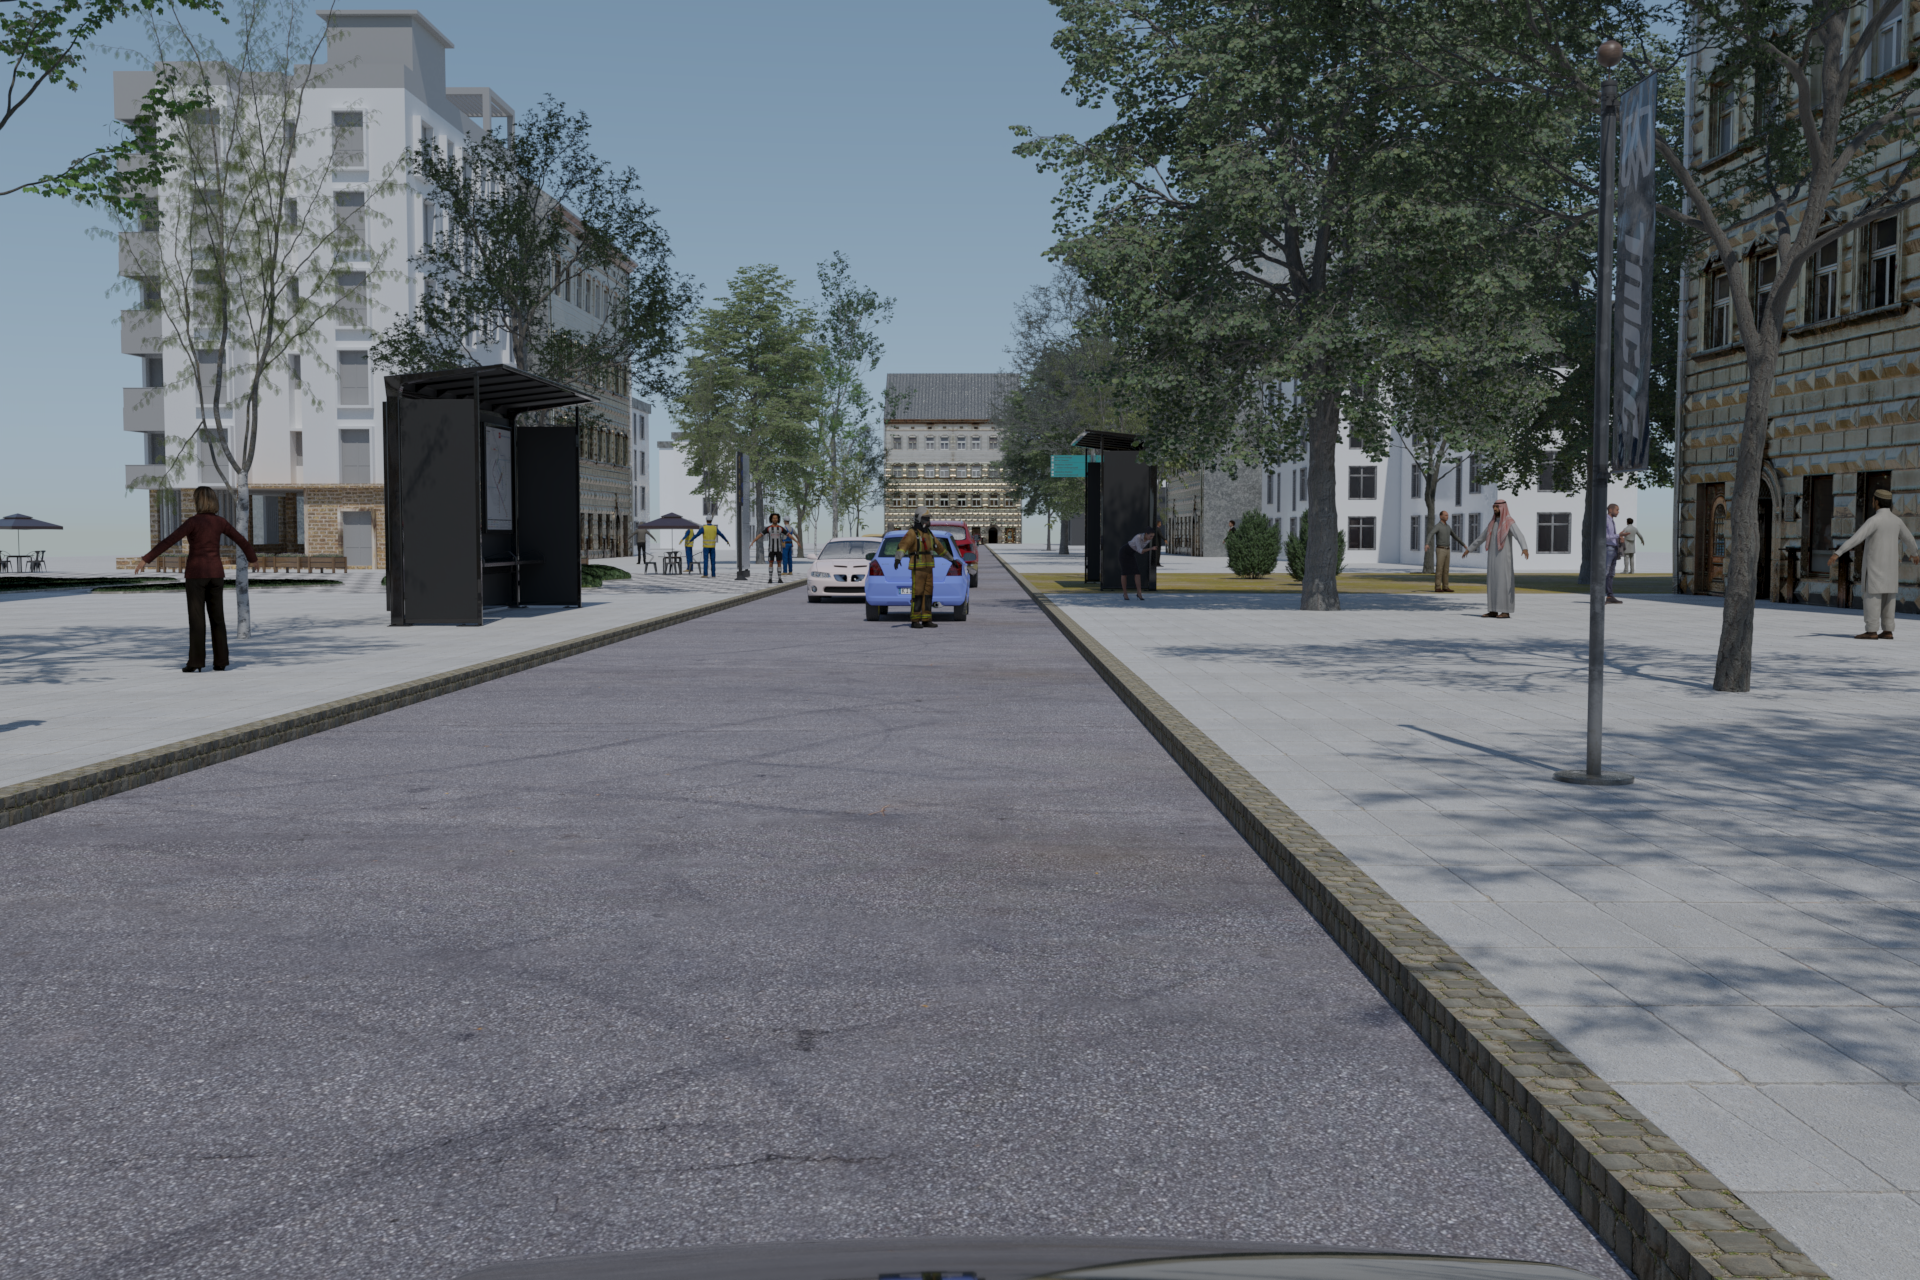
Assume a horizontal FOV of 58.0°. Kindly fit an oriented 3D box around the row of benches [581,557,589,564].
[{"bbox_3d":[-12.376,-2.229,51.904,1.422,0.672,4.104,1,4,19],"label":"row of benches"}]

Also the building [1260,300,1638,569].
[{"bbox_3d":[20.119,-8.207,76.325,9.099,9.664,28.070,0,3,0],"label":"building"}]

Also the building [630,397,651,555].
[{"bbox_3d":[-24.555,-10.415,112.425,9.099,9.664,28.070,0,3,0],"label":"building"}]

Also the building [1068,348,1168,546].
[{"bbox_3d":[26.231,-22.091,205.156,27.936,21.610,32.646,0,4,0],"label":"building"}]

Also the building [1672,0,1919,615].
[{"bbox_3d":[24.424,-12.005,27.204,19.493,23.208,18.063,0,4,0],"label":"building"}]

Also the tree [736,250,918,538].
[{"bbox_3d":[-9.293,-16.052,118.334,12.611,20.169,13.585,0,3,0],"label":"tree"}]

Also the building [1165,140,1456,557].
[{"bbox_3d":[22.702,-16.705,104.058,19.493,23.208,18.063,0,4,1],"label":"building"}]

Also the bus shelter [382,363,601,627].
[{"bbox_3d":[-7.117,-2.185,27.012,1.731,3.624,6.357,0,4,1],"label":"bus shelter"}]

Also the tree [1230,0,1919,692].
[{"bbox_3d":[6.191,-4.839,13.526,8.767,10.594,7.601,1,4,17],"label":"tree"}]

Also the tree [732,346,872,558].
[{"bbox_3d":[-8.474,-10.197,92.474,9.928,11.665,9.643,0,3,0],"label":"tree"}]

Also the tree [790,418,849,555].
[{"bbox_3d":[-8.707,-9.415,104.295,4.737,8.622,4.395,0,3,0],"label":"tree"}]

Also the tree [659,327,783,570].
[{"bbox_3d":[-9.092,-6.803,61.590,4.360,8.622,3.978,0,3,0],"label":"tree"}]

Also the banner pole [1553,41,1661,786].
[{"bbox_3d":[3.299,-1.141,8.677,0.401,3.779,0.863,0,4,0],"label":"banner pole"}]

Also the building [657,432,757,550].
[{"bbox_3d":[-22.775,-13.111,156.519,9.099,9.664,28.070,0,4,1],"label":"building"}]

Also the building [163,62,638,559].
[{"bbox_3d":[-27.856,-15.740,88.275,19.493,23.208,18.063,0,4,1],"label":"building"}]

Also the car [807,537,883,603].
[{"bbox_3d":[-2.249,-1.552,37.738,2.083,1.381,4.827,0,4,0],"label":"car"}]

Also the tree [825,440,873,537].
[{"bbox_3d":[-8.510,-11.227,133.921,4.737,8.622,4.395,0,3,0],"label":"tree"}]

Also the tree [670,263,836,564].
[{"bbox_3d":[-8.744,-9.474,73.028,7.486,12.596,7.792,0,3,0],"label":"tree"}]

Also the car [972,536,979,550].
[{"bbox_3d":[0.310,-6.222,114.314,1.945,1.354,3.894,0,4,0],"label":"car"}]

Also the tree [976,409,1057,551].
[{"bbox_3d":[6.826,-13.520,131.428,12.009,13.543,11.850,0,3,0],"label":"tree"}]

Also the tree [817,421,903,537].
[{"bbox_3d":[-8.128,-12.675,141.649,7.601,10.594,8.767,-1,4,-12],"label":"tree"}]

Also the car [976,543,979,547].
[{"bbox_3d":[-0.314,-3.355,66.657,2.131,1.459,4.920,0,4,-1],"label":"car"}]

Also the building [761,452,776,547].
[{"bbox_3d":[-24.519,-15.100,189.031,9.099,9.664,28.070,0,3,0],"label":"building"}]

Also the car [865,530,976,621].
[{"bbox_3d":[-0.692,-1.234,29.775,1.945,1.707,3.694,0,4,1],"label":"car"}]

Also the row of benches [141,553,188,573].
[{"bbox_3d":[-25.790,-2.552,57.184,4.104,0.672,1.422,3,4,38],"label":"row of benches"}]

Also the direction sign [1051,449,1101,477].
[{"bbox_3d":[3.988,-3.851,51.727,2.525,3.948,1.411,0,4,1],"label":"direction sign"}]

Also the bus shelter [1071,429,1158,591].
[{"bbox_3d":[3.697,-3.094,41.876,1.731,3.624,6.357,0,4,1],"label":"bus shelter"}]

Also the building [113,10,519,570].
[{"bbox_3d":[-24.648,-12.699,64.044,16.016,20.090,11.380,0,4,1],"label":"building"}]

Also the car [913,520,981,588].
[{"bbox_3d":[-0.539,-2.395,47.832,2.281,1.827,5.304,0,4,-1],"label":"car"}]

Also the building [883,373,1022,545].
[{"bbox_3d":[-0.830,-24.565,235.030,18.063,23.208,19.493,0,4,1],"label":"building"}]

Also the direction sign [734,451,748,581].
[{"bbox_3d":[-6.064,-3.416,47.853,0.379,3.537,0.876,0,4,1],"label":"direction sign"}]

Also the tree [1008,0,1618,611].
[{"bbox_3d":[5.967,-7.471,28.807,9.857,13.997,8.962,0,3,0],"label":"tree"}]

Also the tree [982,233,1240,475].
[{"bbox_3d":[6.119,-9.762,69.983,12.009,13.543,11.850,0,3,0],"label":"tree"}]

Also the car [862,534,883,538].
[{"bbox_3d":[-2.713,-2.927,58.075,2.015,1.641,3.980,0,4,0],"label":"car"}]

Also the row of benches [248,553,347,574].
[{"bbox_3d":[-21.897,-2.542,57.017,4.104,0.672,1.422,1,4,22],"label":"row of benches"}]
